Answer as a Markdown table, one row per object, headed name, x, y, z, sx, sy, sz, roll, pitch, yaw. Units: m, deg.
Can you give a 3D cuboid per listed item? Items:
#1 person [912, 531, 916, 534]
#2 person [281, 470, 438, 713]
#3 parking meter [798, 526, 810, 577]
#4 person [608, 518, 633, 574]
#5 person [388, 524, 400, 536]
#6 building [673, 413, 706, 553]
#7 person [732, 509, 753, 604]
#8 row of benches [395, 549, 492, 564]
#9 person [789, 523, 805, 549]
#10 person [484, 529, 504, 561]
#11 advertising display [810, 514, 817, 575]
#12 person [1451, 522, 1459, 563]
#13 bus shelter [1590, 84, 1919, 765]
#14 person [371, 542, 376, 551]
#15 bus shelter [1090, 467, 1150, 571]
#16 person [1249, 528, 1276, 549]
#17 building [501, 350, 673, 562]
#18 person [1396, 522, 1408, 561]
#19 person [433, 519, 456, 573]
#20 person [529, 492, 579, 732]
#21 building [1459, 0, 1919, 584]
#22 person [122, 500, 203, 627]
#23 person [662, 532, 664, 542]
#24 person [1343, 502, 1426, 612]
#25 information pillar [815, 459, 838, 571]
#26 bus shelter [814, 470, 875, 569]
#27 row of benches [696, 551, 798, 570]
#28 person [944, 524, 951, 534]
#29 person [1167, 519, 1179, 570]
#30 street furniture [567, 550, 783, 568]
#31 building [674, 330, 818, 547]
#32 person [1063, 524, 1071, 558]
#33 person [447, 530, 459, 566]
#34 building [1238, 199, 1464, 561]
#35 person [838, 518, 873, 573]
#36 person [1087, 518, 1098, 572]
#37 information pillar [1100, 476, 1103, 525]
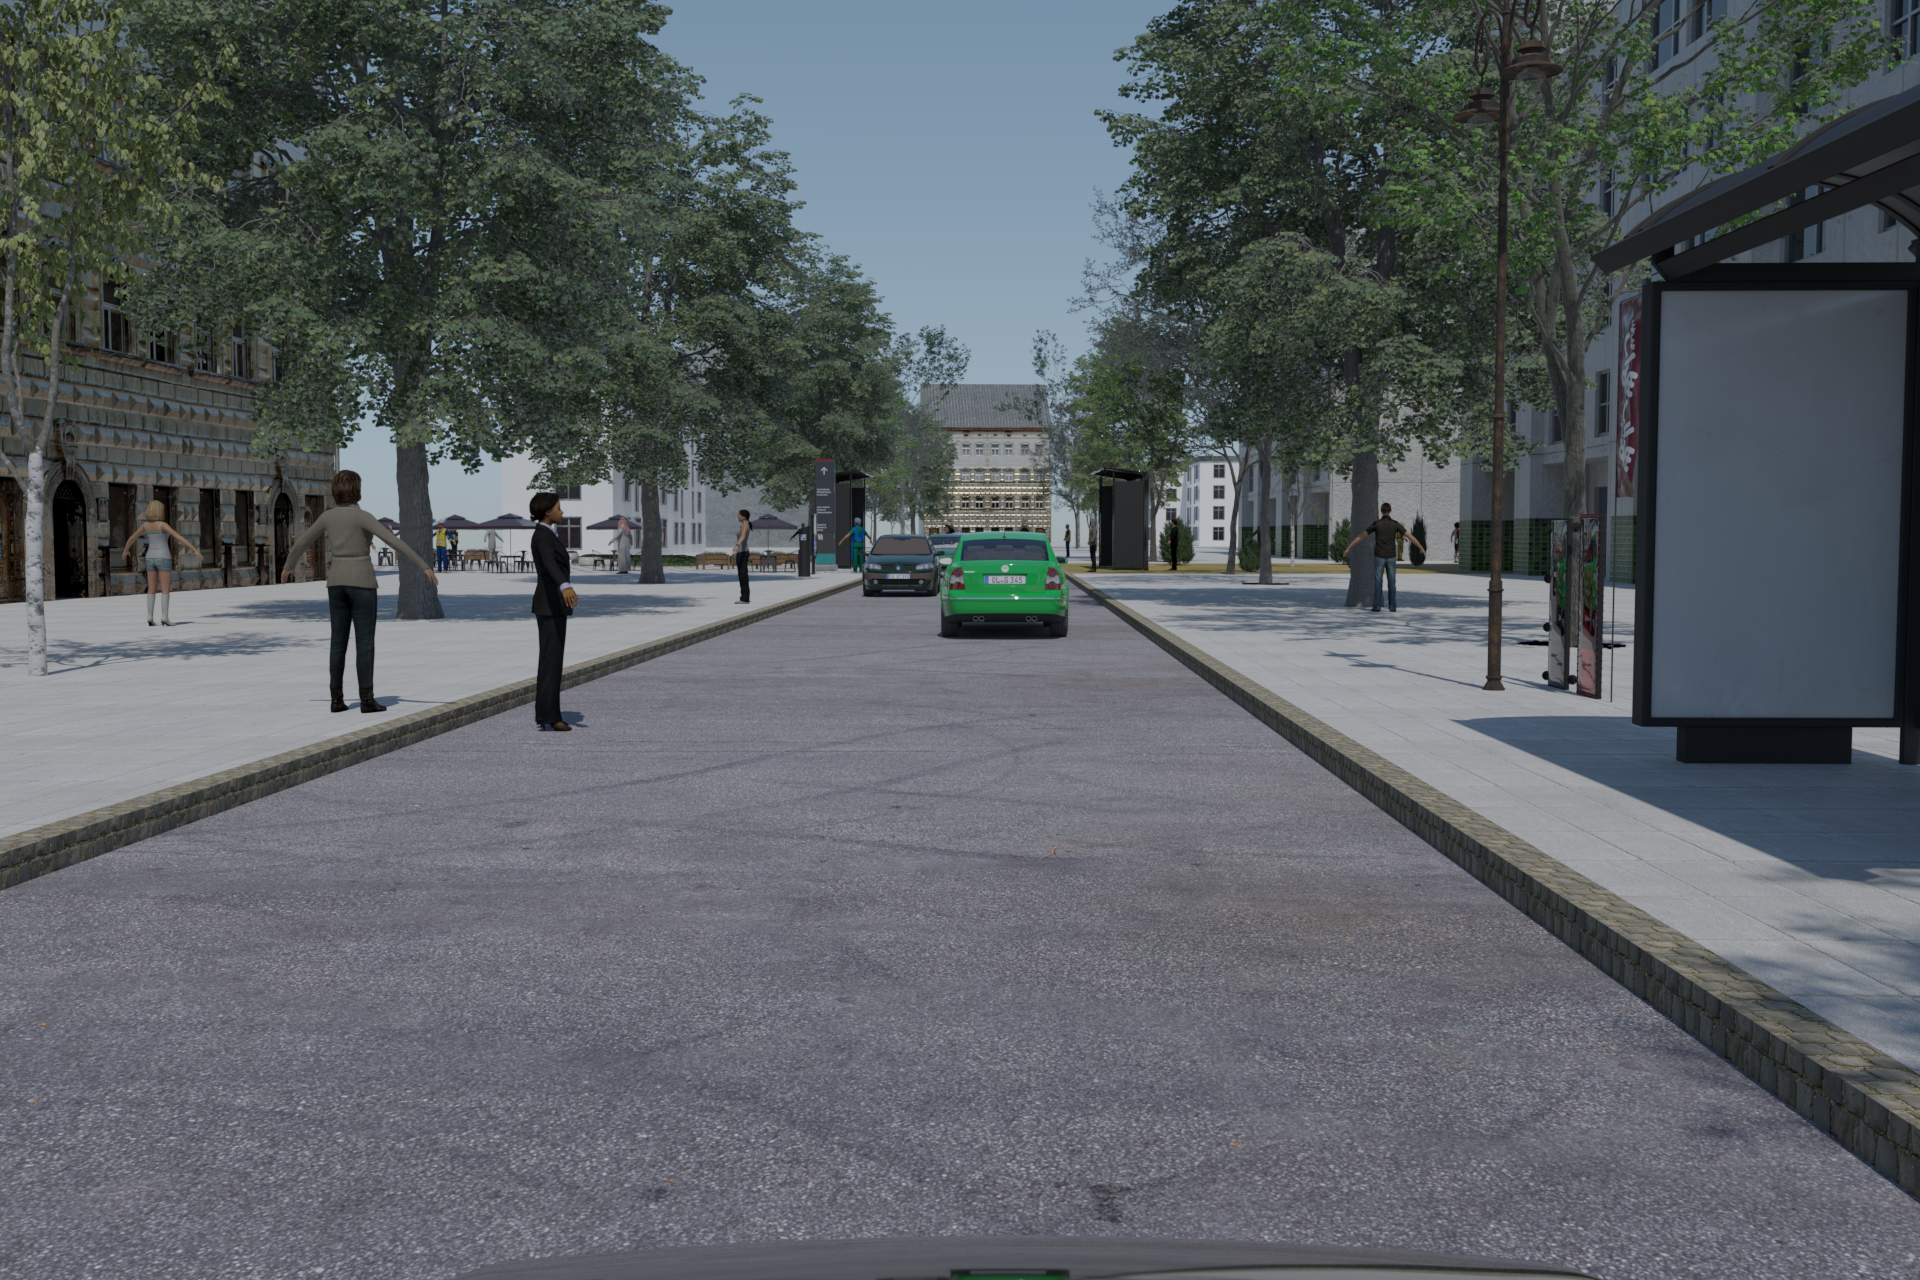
| name | x | y | z | sx | sy | sz | roll | pitch | yaw |
| --- | --- | --- | --- | --- | --- | --- | --- | --- | --- |
| person | -2.615 | -5.205 | 94.361 | 0.599 | 1.433 | 0.991 | -1 | 4 | -13 |
| person | -4.351 | -0.351 | 12.501 | 1.215 | 1.744 | 0.721 | 1 | 4 | 10 |
| parking meter | -4.665 | -2.655 | 51.827 | 0.372 | 1.533 | 0.369 | 0 | 3 | 0 |
| person | -10.858 | -3.031 | 55.711 | 0.704 | 1.811 | 1.347 | 1 | 4 | 22 |
| person | -17.322 | -2.868 | 53.734 | 0.445 | 1.727 | 0.742 | 3 | 5 | 40 |
| building | -23.080 | -11.314 | 127.123 | 9.099 | 9.664 | 28.070 | 0 | 4 | 2 |
| person | -4.066 | -1.533 | 31.882 | 0.721 | 1.737 | 1.217 | 0 | 4 | -1 |
| row of benches | -21.988 | -3.583 | 74.046 | 4.104 | 0.672 | 1.422 | 0 | 4 | -7 |
| person | -7.512 | -4.695 | 82.908 | 1.346 | 1.812 | 0.704 | 0 | 4 | -7 |
| person | -20.491 | -4.266 | 75.941 | 0.705 | 1.806 | 1.347 | 1 | 4 | 21 |
| advertising display | -4.658 | -3.057 | 55.196 | 0.123 | 1.923 | 0.974 | 0 | 4 | 1 |
| person | 22.149 | -4.334 | 77.000 | 0.704 | 1.843 | 1.345 | -1 | 4 | -16 |
| bus shelter | 4.512 | -0.808 | 7.128 | 2.014 | 3.302 | 5.546 | 0 | 4 | 2 |
| person | -13.990 | -2.106 | 40.616 | 0.705 | 1.807 | 1.348 | -2 | 4 | -34 |
| bus shelter | 5.870 | -4.442 | 63.907 | 1.731 | 3.624 | 6.357 | 0 | 3 | 0 |
| person | 13.708 | -4.433 | 78.710 | 1.346 | 1.802 | 0.704 | -1 | 4 | -9 |
| building | -19.654 | -9.171 | 92.097 | 9.099 | 9.664 | 28.070 | 0 | 4 | 2 |
| person | 20.805 | -4.643 | 81.677 | 0.705 | 1.858 | 1.354 | 0 | 4 | -3 |
| person | -17.115 | -3.093 | 57.032 | 1.216 | 1.772 | 0.721 | 1 | 4 | 19 |
| person | -2.924 | -0.215 | 12.689 | 0.721 | 1.740 | 1.216 | -1 | 4 | -18 |
| building | 25.536 | -10.916 | 44.931 | 16.747 | 18.905 | 31.486 | 0 | 4 | 2 |
| person | -11.125 | -1.072 | 24.132 | 1.214 | 1.753 | 0.721 | 1 | 4 | 9 |
| person | -14.104 | -4.586 | 80.834 | 0.705 | 1.847 | 1.347 | -2 | 4 | -35 |
| person | 7.022 | -1.370 | 28.611 | 1.348 | 1.803 | 0.705 | 0 | 4 | 7 |
| information pillar | -4.658 | -4.323 | 60.064 | 0.750 | 3.857 | 0.750 | 0 | 4 | 2 |
| bus shelter | -4.393 | -4.607 | 66.604 | 1.731 | 3.624 | 6.357 | 0 | 4 | 2 |
| row of benches | -7.813 | -2.926 | 63.310 | 4.104 | 0.672 | 1.422 | -2 | 4 | -34 |
| person | -0.561 | -3.921 | 72.494 | 0.705 | 1.837 | 1.347 | -1 | 4 | -14 |
| person | 7.527 | -3.362 | 61.154 | 0.705 | 1.806 | 1.347 | 1 | 4 | 15 |
| street furniture | -12.378 | -3.332 | 70.108 | 10.072 | 0.657 | 5.734 | 2 | 4 | 34 |
| building | -22.196 | -21.288 | 178.981 | 19.493 | 23.208 | 18.063 | 0 | 4 | 2 |
| person | 5.840 | -5.413 | 94.474 | 0.705 | 1.833 | 1.349 | 1 | 4 | 11 |
| person | -20.375 | -3.920 | 69.869 | 0.705 | 1.856 | 1.354 | -1 | 4 | -18 |
| building | 26.332 | -14.135 | 97.566 | 16.747 | 18.905 | 31.486 | 0 | 4 | 1 |
| person | -3.402 | -3.125 | 57.225 | 1.347 | 1.817 | 0.704 | -3 | 4 | -37 |
| person | 4.442 | -3.188 | 58.255 | 0.705 | 1.813 | 1.348 | 0 | 4 | 1 |
| information pillar | 5.720 | -4.821 | 70.170 | 0.183 | 3.616 | 0.504 | 0 | 4 | 2 |
